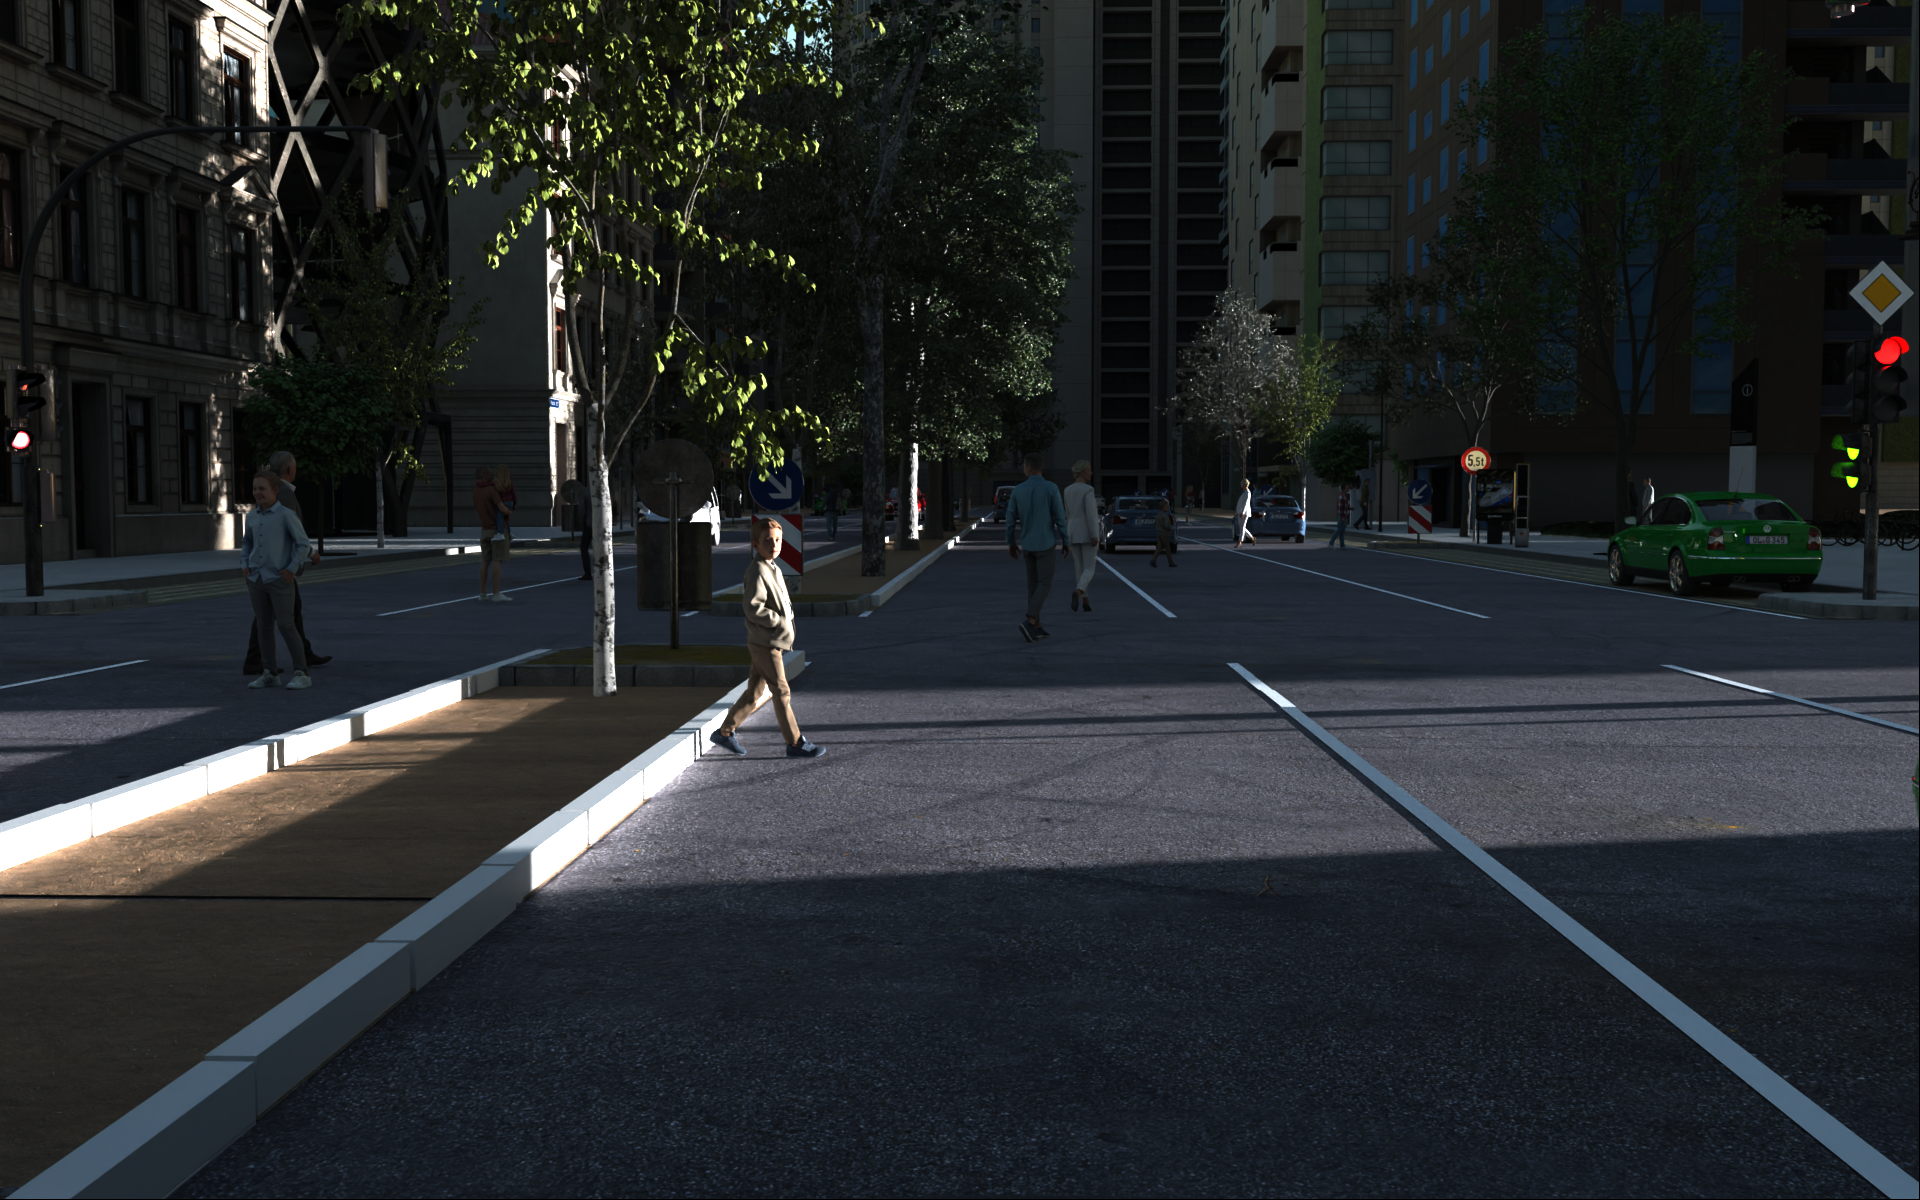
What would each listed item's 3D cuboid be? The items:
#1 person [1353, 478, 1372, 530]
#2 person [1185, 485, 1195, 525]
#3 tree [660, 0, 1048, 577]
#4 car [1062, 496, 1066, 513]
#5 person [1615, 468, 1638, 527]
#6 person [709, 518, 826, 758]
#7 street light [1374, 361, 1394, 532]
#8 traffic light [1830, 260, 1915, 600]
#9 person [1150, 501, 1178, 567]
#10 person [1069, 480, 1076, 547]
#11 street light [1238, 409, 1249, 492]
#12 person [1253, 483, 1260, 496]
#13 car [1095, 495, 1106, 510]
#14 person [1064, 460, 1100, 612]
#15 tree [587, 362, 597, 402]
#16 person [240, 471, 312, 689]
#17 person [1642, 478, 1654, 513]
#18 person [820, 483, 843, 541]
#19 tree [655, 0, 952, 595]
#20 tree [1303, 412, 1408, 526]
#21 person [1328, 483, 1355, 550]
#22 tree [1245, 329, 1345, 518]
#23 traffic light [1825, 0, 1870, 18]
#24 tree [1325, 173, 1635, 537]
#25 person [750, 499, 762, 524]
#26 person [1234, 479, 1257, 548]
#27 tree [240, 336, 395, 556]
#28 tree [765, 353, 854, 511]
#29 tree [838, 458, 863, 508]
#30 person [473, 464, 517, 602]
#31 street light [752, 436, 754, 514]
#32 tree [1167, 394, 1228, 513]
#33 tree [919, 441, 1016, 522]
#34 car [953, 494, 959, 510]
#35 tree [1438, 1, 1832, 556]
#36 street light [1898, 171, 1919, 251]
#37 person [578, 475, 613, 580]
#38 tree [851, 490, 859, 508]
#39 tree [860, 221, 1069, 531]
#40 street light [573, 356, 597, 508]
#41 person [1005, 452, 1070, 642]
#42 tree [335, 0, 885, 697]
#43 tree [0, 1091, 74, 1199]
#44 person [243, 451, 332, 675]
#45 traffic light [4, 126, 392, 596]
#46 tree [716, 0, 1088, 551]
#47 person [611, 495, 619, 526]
[{"bbox_3d":[14.443,-3.421,61.895,0.836,1.842,0.656,-1,4,-20],"label":"person"},{"bbox_3d":[10.572,-4.367,79.876,0.573,1.828,0.580,-3,4,-37],"label":"person"},{"bbox_3d":[-2.684,-10.519,30.337,12.611,20.169,13.585,0,3,0],"label":"tree"},{"bbox_3d":[7.251,-6.107,112.426,1.945,1.354,3.894,0,4,0],"label":"car"},{"bbox_3d":[15.809,-2.172,40.910,0.474,1.900,0.648,-3,4,-36],"label":"person"},{"bbox_3d":[-1.057,0.203,9.460,0.640,1.303,0.475,0,4,-4],"label":"person"},{"bbox_3d":[14.331,-5.266,58.883,0.468,5.910,1.993,0,4,2],"label":"street light"},{"bbox_3d":[11.035,-1.958,20.940,0.839,4.253,0.868,0,4,2],"label":"traffic light"},{"bbox_3d":[3.961,-1.290,33.868,0.640,1.303,0.475,-3,4,-37],"label":"person"},{"bbox_3d":[3.205,-2.326,46.634,0.850,1.850,0.679,-1,4,-21],"label":"person"},{"bbox_3d":[15.456,-7.448,94.569,0.468,5.910,1.993,0,4,2],"label":"street light"},{"bbox_3d":[15.579,-5.206,91.026,0.638,1.841,0.748,-3,5,-40],"label":"person"},{"bbox_3d":[12.541,-9.106,161.248,2.083,1.381,4.827,0,4,2],"label":"car"},{"bbox_3d":[1.446,-0.764,20.871,0.514,1.842,0.818,2,4,28],"label":"person"},{"bbox_3d":[-12.363,-7.057,65.746,4.360,8.622,3.978,0,3,0],"label":"tree"},{"bbox_3d":[-5.099,-0.153,12.820,0.589,1.601,0.330,2,4,23],"label":"person"},{"bbox_3d":[22.156,-3.036,55.779,0.391,1.810,0.635,1,4,10],"label":"person"},{"bbox_3d":[-3.882,-2.690,52.836,0.623,1.781,0.721,-3,4,-36],"label":"person"},{"bbox_3d":[-2.118,-4.237,22.097,4.360,8.622,3.978,0,3,0],"label":"tree"},{"bbox_3d":[15.360,-5.214,68.956,4.285,4.588,4.351,0,3,0],"label":"tree"},{"bbox_3d":[9.790,-2.149,44.468,0.643,1.720,0.563,1,4,19],"label":"person"},{"bbox_3d":[15.076,-7.731,76.767,4.737,8.622,4.395,0,3,0],"label":"tree"},{"bbox_3d":[8.685,-2.337,12.884,4.771,5.953,1.251,0,4,2],"label":"traffic light"},{"bbox_3d":[15.125,-7.152,51.355,8.767,10.594,7.601,0,4,0],"label":"tree"},{"bbox_3d":[-9.020,-4.099,76.106,0.643,1.750,0.593,-2,4,-25],"label":"person"},{"bbox_3d":[7.662,-2.325,46.387,0.818,1.842,0.514,-2,4,-25],"label":"person"},{"bbox_3d":[-13.414,-3.206,36.126,4.285,4.588,4.351,0,3,0],"label":"tree"},{"bbox_3d":[-11.292,-13.137,132.924,7.486,12.596,7.792,0,3,0],"label":"tree"},{"bbox_3d":[-9.839,-11.442,170.797,4.285,4.588,4.351,0,3,0],"label":"tree"},{"bbox_3d":[-6.221,-0.899,23.177,0.580,1.828,0.573,-1,4,-12],"label":"person"},{"bbox_3d":[-11.244,-7.410,93.943,0.468,5.910,1.993,0,4,2],"label":"street light"},{"bbox_3d":[16.286,-10.172,116.679,4.360,8.622,3.978,0,3,0],"label":"tree"},{"bbox_3d":[0.134,-10.262,88.365,7.486,12.596,7.792,0,3,0],"label":"tree"},{"bbox_3d":[-1.013,-9.135,161.157,2.131,1.459,4.920,0,4,1],"label":"car"},{"bbox_3d":[13.900,-6.742,35.990,9.928,11.665,9.643,0,3,0],"label":"tree"},{"bbox_3d":[13.167,-3.088,23.280,0.468,5.910,1.993,0,4,2],"label":"street light"},{"bbox_3d":[-6.090,-1.234,28.864,0.592,1.802,0.473,0,4,-6],"label":"person"},{"bbox_3d":[-10.023,-10.377,164.269,1.663,3.219,1.824,0,3,0],"label":"tree"},{"bbox_3d":[-0.551,-8.981,66.309,9.611,12.733,9.660,0,3,0],"label":"tree"},{"bbox_3d":[-12.559,-5.216,58.070,0.468,5.910,1.993,0,4,2],"label":"street light"},{"bbox_3d":[0.704,-0.529,17.017,0.638,1.841,0.748,3,4,36],"label":"person"},{"bbox_3d":[-2.478,-3.604,11.744,4.737,8.622,4.395,0,3,0],"label":"tree"},{"bbox_3d":[-2.440,-5.508,2.888,12.009,13.543,11.850,0,3,0],"label":"tree"},{"bbox_3d":[-5.417,-0.312,13.996,0.661,1.777,0.834,3,5,40],"label":"person"},{"bbox_3d":[-9.521,-2.871,21.617,4.771,5.953,1.251,0,4,2],"label":"traffic light"},{"bbox_3d":[-1.366,-8.224,43.577,9.857,13.997,8.962,0,3,0],"label":"tree"},{"bbox_3d":[-13.906,-3.602,69.611,0.362,1.253,0.373,2,4,24],"label":"person"}]
